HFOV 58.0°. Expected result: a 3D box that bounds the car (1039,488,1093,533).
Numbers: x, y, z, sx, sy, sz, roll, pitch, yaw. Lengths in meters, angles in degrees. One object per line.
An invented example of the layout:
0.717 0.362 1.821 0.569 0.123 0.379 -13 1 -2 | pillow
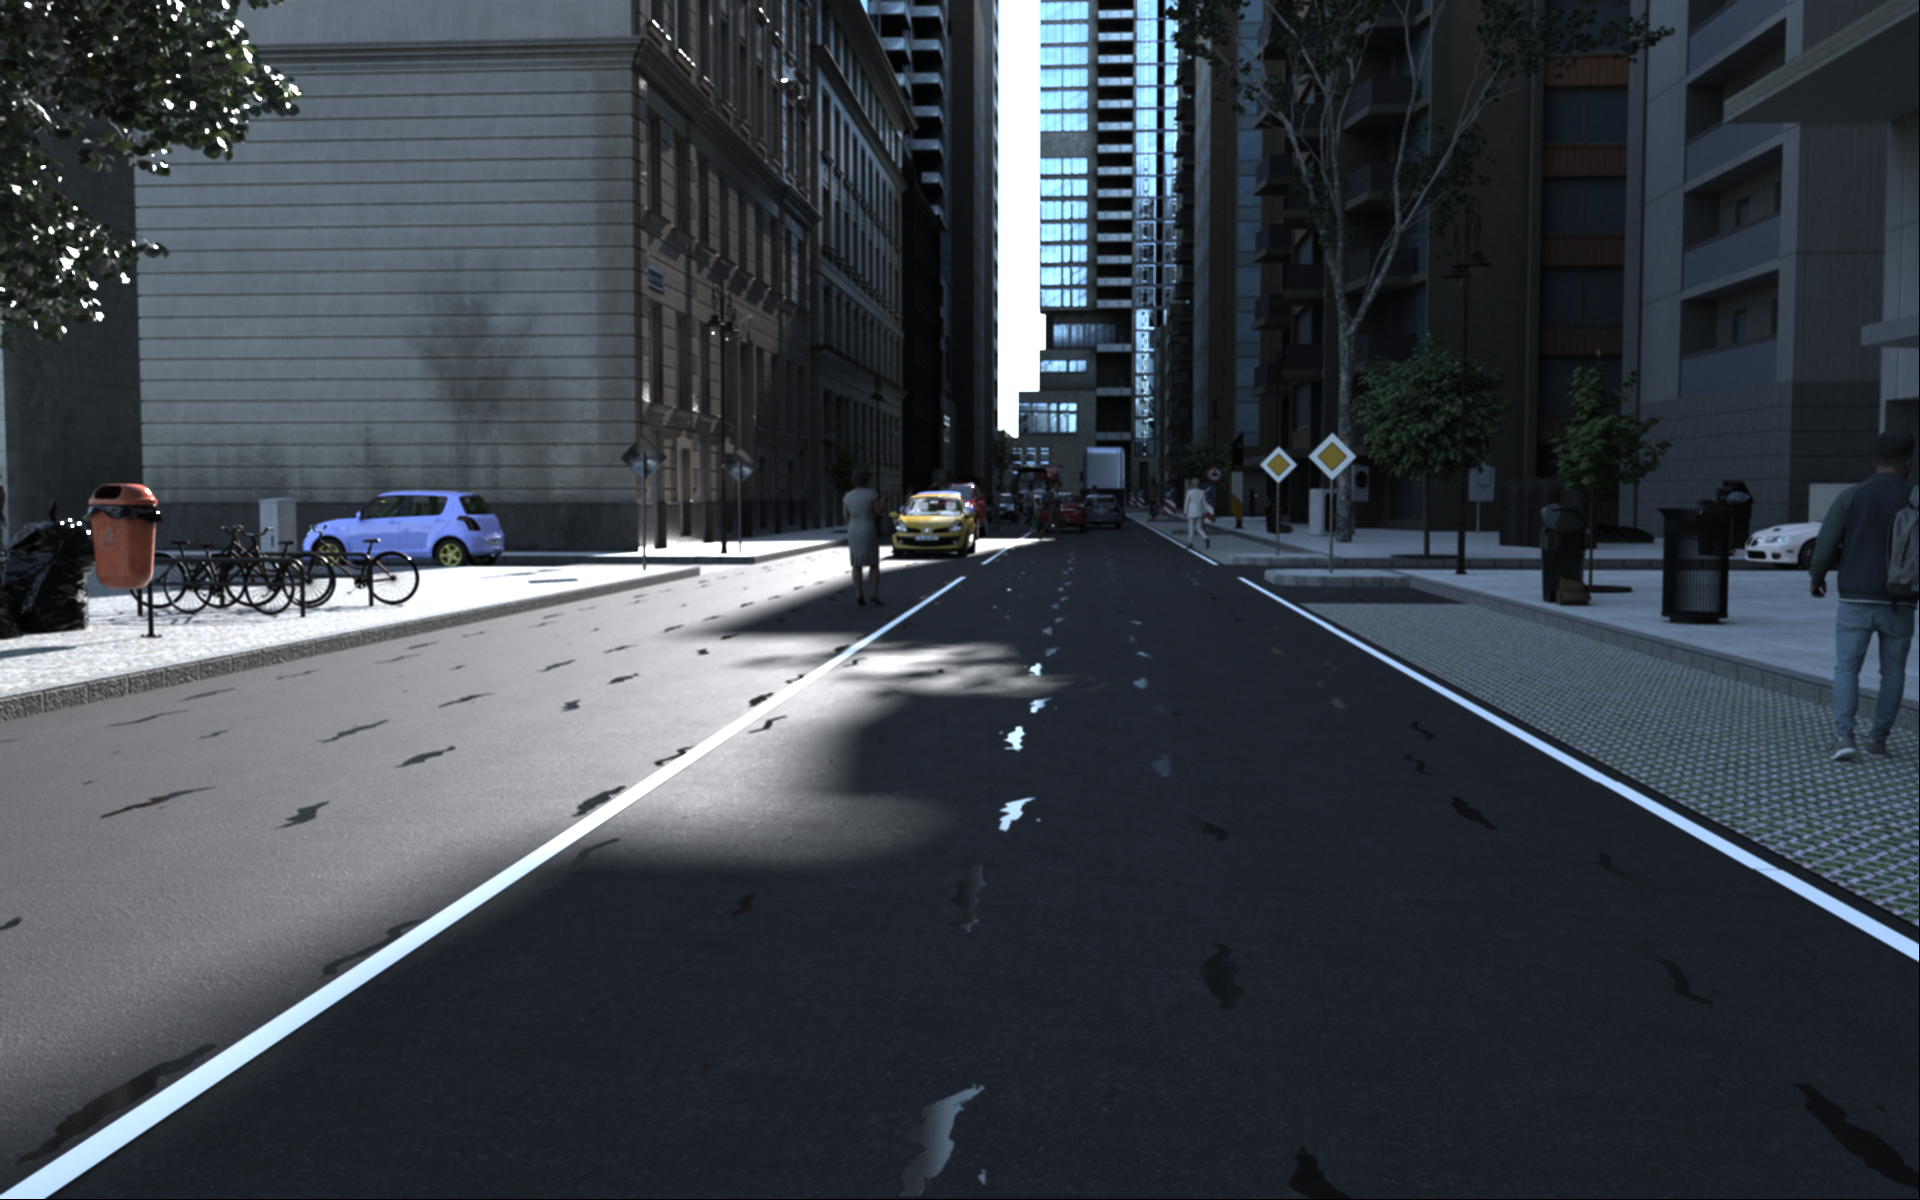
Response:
3.937 -3.456 65.552 2.155 1.783 4.494 0 4 6 | car

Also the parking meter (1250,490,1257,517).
16.302 -5.374 96.276 0.372 1.533 0.369 0 3 0 | parking meter

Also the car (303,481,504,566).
-10.676 -1.443 33.181 3.694 1.707 1.945 0 4 6 | car

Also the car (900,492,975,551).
-0.561 -2.163 44.951 1.945 1.707 3.694 0 4 4 | car

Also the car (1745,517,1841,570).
17.263 -1.222 32.346 4.827 1.381 2.083 0 4 6 | car

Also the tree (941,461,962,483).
-0.584 -6.547 101.639 1.663 3.219 1.824 0 3 0 | tree

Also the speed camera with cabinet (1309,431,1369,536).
11.743 -3.625 53.612 2.038 3.252 0.660 -2 4 -34 | speed camera with cabinet

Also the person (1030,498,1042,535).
2.652 -2.911 60.346 0.590 1.304 0.306 -3 4 -39 | person

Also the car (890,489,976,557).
-0.580 -1.856 40.569 2.015 1.641 3.980 0 4 5 | car

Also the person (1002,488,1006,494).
2.842 -6.130 109.005 0.850 1.792 0.678 0 4 3 | person

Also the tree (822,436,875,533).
-3.717 -3.871 57.891 1.663 3.219 1.824 0 3 0 | tree

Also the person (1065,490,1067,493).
8.719 -8.160 142.696 1.217 1.735 0.721 0 4 7 | person

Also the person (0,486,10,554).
-18.643 -1.527 33.435 0.580 1.828 0.573 3 4 36 | person

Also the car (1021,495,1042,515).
5.246 -6.480 118.317 2.083 1.381 4.827 0 4 3 | car

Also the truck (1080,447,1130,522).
7.618 -6.333 93.304 2.967 4.110 18.799 0 4 6 | truck

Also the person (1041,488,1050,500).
5.762 -6.443 113.775 1.348 1.831 0.705 -2 4 -32 | person

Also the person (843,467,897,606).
-1.130 -0.823 22.314 0.716 1.782 0.532 1 4 20 | person

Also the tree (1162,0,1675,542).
11.192 -11.530 44.409 12.611 20.169 13.585 0 3 0 | tree

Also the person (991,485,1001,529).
1.484 -3.849 71.440 0.388 1.821 0.555 -2 4 -35 | person

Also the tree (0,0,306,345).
-7.682 -6.300 9.658 9.857 13.997 8.962 0 3 0 | tree

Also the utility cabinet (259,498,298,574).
-10.710 -0.981 27.196 0.306 1.237 1.020 -3 4 -37 | utility cabinet

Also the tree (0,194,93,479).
-16.131 -4.677 26.825 4.737 8.622 4.395 0 3 0 | tree

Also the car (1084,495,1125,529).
5.916 -3.715 72.744 2.014 1.417 4.499 0 4 6 | car

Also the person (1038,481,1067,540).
2.896 -2.801 54.255 0.822 1.834 0.622 2 4 31 | person

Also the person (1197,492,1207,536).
8.155 -2.913 58.725 0.503 1.515 0.523 2 4 31 | person

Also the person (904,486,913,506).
-1.704 -3.056 59.471 0.522 1.701 0.512 -3 5 -44 | person

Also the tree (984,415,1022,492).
3.705 -12.976 162.523 4.360 8.622 3.978 0 3 0 | tree

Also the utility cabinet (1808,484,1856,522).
18.734 -1.724 36.871 1.173 1.500 0.318 2 4 34 | utility cabinet

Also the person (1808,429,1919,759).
4.959 -0.030 9.341 0.623 1.781 0.721 1 4 12 | person

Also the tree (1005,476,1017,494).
5.922 -11.734 186.446 1.663 3.219 1.824 0 3 0 | tree

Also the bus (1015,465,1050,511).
6.254 -9.663 149.540 2.896 3.916 12.252 0 4 3 | bus

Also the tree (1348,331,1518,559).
9.561 -3.140 35.054 4.285 4.588 4.351 0 3 0 | tree

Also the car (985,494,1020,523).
2.087 -4.764 87.681 2.009 1.686 4.222 0 4 5 | car

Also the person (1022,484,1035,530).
2.740 -3.744 69.563 0.795 1.843 0.661 3 5 39 | person

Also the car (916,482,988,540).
-0.260 -2.911 56.271 2.281 1.827 5.304 0 4 6 | car

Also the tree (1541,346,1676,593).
8.303 -1.722 22.760 1.663 3.219 1.824 0 3 0 | tree

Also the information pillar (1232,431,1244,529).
10.326 -4.468 64.405 0.504 3.616 0.183 -2 4 -33 | information pillar

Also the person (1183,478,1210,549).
6.105 -2.216 44.608 0.514 1.842 0.818 -2 4 -34 | person

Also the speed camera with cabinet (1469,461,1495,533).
17.712 -3.805 56.546 2.038 3.252 0.660 0 4 -1 | speed camera with cabinet

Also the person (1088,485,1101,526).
5.994 -4.261 78.268 0.850 1.850 0.679 2 4 27 | person

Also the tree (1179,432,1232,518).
13.271 -6.641 92.293 4.285 4.588 4.351 0 3 0 | tree

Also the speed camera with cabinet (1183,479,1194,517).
13.042 -6.376 98.588 0.660 3.252 2.038 0 4 6 | speed camera with cabinet
